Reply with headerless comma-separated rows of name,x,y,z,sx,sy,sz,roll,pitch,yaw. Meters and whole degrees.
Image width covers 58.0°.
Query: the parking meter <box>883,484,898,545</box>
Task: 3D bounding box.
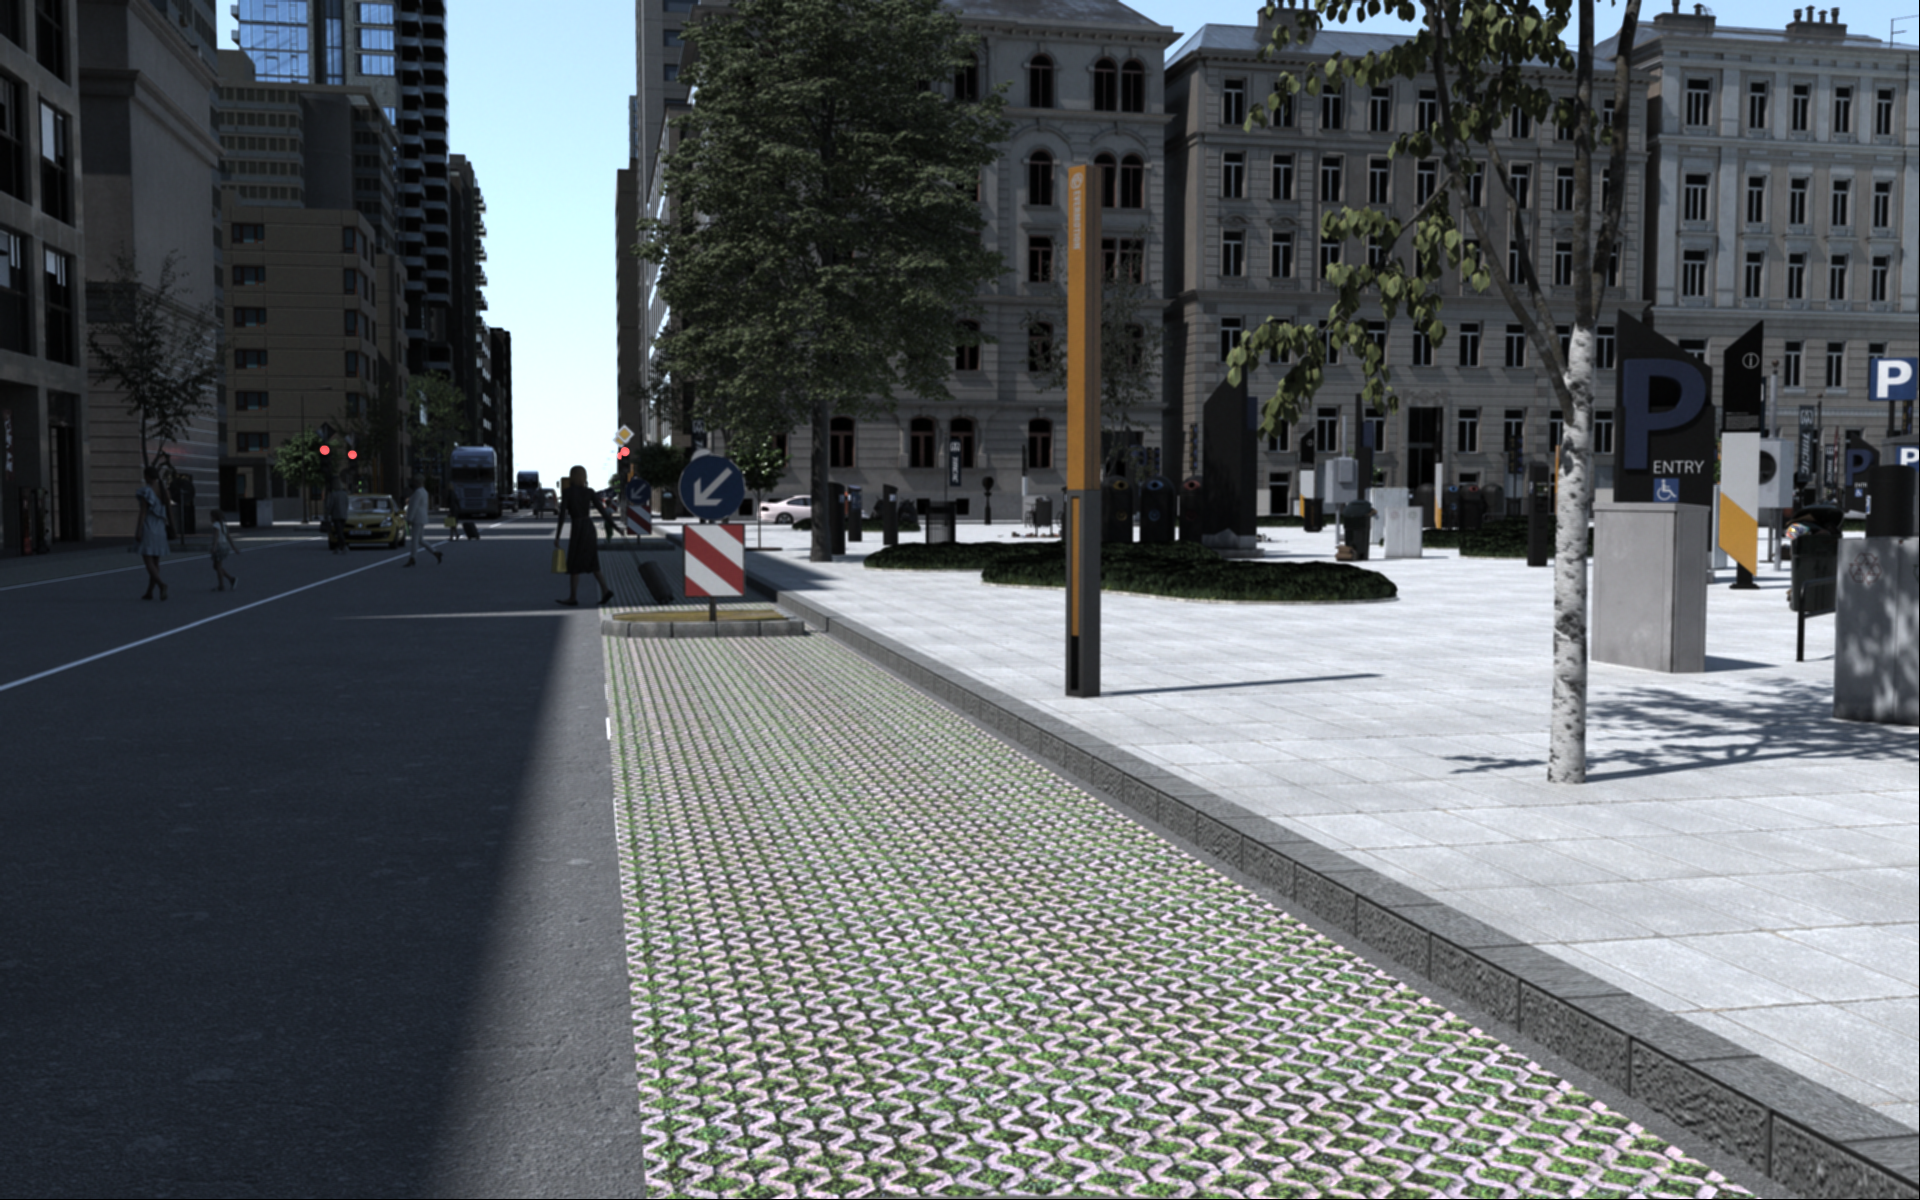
parking meter,-1.737,-2.139,43.381,0.372,1.533,0.369,0,3,0

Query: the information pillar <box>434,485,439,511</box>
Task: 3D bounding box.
information pillar,-40.453,-7.910,133.813,0.304,2.012,0.304,-3,5,-42

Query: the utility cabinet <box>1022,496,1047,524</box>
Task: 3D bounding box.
utility cabinet,3.185,-3.841,73.956,1.020,1.237,0.306,0,4,4

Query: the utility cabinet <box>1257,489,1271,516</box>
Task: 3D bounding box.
utility cabinet,14.328,-4.558,83.200,1.173,1.500,0.318,2,4,23

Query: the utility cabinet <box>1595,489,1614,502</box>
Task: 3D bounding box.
utility cabinet,26.375,-3.765,70.236,1.173,1.500,0.318,3,5,45

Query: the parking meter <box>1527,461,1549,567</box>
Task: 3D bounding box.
parking meter,10.226,-1.524,30.631,0.255,1.863,0.399,0,4,1

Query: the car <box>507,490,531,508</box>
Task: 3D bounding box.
car,-44.397,-10.134,174.370,2.281,1.827,5.304,-1,4,-14

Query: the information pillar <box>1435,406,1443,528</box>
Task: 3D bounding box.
information pillar,12.861,-3.374,46.519,0.183,3.616,0.504,0,4,4

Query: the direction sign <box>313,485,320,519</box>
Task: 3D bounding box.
direction sign,-32.635,-5.855,87.730,0.379,3.537,0.876,2,4,33

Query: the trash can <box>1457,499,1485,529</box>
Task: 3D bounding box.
trash can,13.856,-2.163,47.014,0.748,1.137,0.748,0,3,0

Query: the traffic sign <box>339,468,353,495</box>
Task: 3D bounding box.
traffic sign,-30.217,-5.220,85.453,0.768,2.556,0.104,0,4,-8

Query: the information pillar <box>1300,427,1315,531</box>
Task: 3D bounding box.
information pillar,12.099,-4.216,60.292,0.504,3.616,0.183,0,4,7

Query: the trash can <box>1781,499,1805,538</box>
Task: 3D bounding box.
trash can,24.453,-2.406,50.994,0.748,1.137,0.748,0,3,0

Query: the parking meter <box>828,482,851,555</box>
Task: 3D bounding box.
parking meter,-2.609,-1.720,36.530,0.372,1.533,0.369,0,3,0

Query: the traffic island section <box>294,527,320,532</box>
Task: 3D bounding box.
traffic island section,-24.638,-2.760,67.414,2.009,0.180,2.903,-1,4,-12

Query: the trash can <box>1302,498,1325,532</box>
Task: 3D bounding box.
trash can,11.869,-2.847,58.198,0.748,1.137,0.748,0,3,0

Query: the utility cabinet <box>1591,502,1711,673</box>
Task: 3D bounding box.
utility cabinet,5.115,-0.104,12.867,0.306,1.237,1.020,-1,4,-13

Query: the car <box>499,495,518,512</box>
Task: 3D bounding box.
car,-36.381,-7.714,138.703,1.945,1.354,3.894,-1,4,-10

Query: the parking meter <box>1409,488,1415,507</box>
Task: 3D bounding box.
parking meter,19.965,-4.184,76.820,0.372,1.533,0.369,0,3,0

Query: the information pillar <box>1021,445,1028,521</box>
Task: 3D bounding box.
information pillar,3.080,-5.554,82.162,0.183,3.616,0.504,1,4,22

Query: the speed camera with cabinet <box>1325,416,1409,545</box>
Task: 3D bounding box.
speed camera with cabinet,10.373,-3.045,44.115,2.038,3.252,0.660,-1,4,-9

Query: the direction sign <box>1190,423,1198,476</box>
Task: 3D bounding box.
direction sign,7.533,-3.909,55.909,0.379,3.537,0.876,0,4,-7

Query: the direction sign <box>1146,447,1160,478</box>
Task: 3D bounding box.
direction sign,9.343,-5.620,83.877,0.876,3.537,0.379,-3,4,-38

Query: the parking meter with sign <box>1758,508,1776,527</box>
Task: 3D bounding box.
parking meter with sign,31.095,-4.311,66.742,1.738,3.016,0.543,1,4,21

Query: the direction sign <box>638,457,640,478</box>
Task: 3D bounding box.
direction sign,-19.532,-6.945,105.553,0.379,3.537,0.876,-1,4,-22

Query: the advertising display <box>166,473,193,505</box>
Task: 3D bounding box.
advertising display,-24.460,-3.004,54.323,0.974,1.923,0.123,1,4,22

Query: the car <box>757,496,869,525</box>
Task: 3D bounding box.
car,-6.331,-3.817,74.765,4.827,1.381,2.083,-1,4,-12

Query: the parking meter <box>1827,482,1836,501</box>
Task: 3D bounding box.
parking meter,40.542,-4.580,80.598,0.399,1.863,0.255,-2,4,-33

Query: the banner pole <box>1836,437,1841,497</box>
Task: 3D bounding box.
banner pole,38.385,-5.270,76.179,0.863,3.779,0.401,0,4,-5

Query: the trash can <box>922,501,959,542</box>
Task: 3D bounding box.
trash can,-0.392,-1.430,35.028,0.748,1.137,0.748,0,3,0

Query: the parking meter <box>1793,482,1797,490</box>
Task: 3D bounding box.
parking meter,39.181,-4.640,81.582,0.255,1.863,0.399,0,4,-4

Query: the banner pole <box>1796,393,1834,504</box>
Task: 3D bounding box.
banner pole,21.112,-3.240,42.997,0.863,3.779,0.401,-1,4,-18

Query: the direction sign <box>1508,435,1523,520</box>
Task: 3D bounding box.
direction sign,21.386,-4.571,66.728,0.876,3.537,0.379,-3,4,-38

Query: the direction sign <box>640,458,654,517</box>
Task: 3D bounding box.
direction sign,-17.522,-6.488,98.077,0.876,3.537,0.379,0,4,-6

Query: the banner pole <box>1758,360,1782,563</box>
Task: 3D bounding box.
banner pole,15.021,-2.599,32.509,0.401,3.779,0.863,-3,5,-43

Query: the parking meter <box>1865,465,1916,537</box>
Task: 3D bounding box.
parking meter,8.107,-0.410,15.118,0.372,1.533,0.369,0,3,0

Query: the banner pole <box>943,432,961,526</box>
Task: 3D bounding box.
banner pole,-0.344,-4.856,69.413,0.863,3.779,0.401,1,4,11

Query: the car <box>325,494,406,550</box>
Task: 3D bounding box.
car,-15.704,-2.183,45.910,2.015,1.641,3.980,-1,4,-13

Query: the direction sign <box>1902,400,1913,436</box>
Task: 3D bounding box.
direction sign,19.374,-2.659,35.475,0.379,3.537,0.876,1,4,19

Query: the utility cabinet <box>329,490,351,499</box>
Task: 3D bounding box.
utility cabinet,-36.193,-5.657,101.163,1.173,1.500,0.318,0,4,6

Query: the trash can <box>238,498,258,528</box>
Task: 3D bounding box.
trash can,-27.175,-3.332,66.129,0.748,1.137,0.748,0,3,0

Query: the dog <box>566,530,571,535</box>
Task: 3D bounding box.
dog,-13.685,-2.712,61.170,0.800,0.831,0.513,-3,5,-45

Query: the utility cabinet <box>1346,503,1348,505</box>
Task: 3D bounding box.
utility cabinet,12.331,-2.556,52.952,1.020,1.237,0.306,0,4,-3

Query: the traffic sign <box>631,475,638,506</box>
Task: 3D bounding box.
traffic sign,-21.742,-7.120,116.510,0.768,2.556,0.104,-1,4,-11

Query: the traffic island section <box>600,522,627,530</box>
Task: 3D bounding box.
traffic island section,-15.116,-3.384,77.601,2.009,0.180,2.903,-1,4,-12

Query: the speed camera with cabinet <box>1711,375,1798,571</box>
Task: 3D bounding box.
speed camera with cabinet,12.890,-2.131,29.181,0.660,3.252,2.038,-3,5,-41

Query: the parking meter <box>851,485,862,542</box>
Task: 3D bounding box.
parking meter,-2.830,-2.338,46.631,0.372,1.533,0.369,0,3,0

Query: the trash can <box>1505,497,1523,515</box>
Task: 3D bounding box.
trash can,23.377,-3.761,73.145,0.748,1.137,0.748,0,3,0

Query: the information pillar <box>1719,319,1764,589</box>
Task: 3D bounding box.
information pillar,10.520,-1.955,23.311,0.504,3.616,0.183,1,4,10

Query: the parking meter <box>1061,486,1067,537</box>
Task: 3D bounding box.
parking meter,2.595,-2.004,41.169,0.372,1.533,0.369,0,3,0

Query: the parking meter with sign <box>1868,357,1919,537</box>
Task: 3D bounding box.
parking meter with sign,11.661,-1.540,21.432,0.543,3.016,1.738,1,4,19

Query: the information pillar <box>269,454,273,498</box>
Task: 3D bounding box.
information pillar,-40.379,-6.754,101.789,0.504,3.616,0.183,2,4,24

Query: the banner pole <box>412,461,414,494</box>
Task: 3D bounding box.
banner pole,-41.252,-8.600,130.624,0.401,3.779,0.863,-2,4,-25

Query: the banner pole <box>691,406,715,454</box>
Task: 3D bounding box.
banner pole,-7.214,-3.610,49.040,0.863,3.779,0.401,-2,4,-23

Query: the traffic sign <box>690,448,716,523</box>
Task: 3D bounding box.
traffic sign,-7.072,-2.927,47.956,0.768,2.556,0.104,0,4,-4
